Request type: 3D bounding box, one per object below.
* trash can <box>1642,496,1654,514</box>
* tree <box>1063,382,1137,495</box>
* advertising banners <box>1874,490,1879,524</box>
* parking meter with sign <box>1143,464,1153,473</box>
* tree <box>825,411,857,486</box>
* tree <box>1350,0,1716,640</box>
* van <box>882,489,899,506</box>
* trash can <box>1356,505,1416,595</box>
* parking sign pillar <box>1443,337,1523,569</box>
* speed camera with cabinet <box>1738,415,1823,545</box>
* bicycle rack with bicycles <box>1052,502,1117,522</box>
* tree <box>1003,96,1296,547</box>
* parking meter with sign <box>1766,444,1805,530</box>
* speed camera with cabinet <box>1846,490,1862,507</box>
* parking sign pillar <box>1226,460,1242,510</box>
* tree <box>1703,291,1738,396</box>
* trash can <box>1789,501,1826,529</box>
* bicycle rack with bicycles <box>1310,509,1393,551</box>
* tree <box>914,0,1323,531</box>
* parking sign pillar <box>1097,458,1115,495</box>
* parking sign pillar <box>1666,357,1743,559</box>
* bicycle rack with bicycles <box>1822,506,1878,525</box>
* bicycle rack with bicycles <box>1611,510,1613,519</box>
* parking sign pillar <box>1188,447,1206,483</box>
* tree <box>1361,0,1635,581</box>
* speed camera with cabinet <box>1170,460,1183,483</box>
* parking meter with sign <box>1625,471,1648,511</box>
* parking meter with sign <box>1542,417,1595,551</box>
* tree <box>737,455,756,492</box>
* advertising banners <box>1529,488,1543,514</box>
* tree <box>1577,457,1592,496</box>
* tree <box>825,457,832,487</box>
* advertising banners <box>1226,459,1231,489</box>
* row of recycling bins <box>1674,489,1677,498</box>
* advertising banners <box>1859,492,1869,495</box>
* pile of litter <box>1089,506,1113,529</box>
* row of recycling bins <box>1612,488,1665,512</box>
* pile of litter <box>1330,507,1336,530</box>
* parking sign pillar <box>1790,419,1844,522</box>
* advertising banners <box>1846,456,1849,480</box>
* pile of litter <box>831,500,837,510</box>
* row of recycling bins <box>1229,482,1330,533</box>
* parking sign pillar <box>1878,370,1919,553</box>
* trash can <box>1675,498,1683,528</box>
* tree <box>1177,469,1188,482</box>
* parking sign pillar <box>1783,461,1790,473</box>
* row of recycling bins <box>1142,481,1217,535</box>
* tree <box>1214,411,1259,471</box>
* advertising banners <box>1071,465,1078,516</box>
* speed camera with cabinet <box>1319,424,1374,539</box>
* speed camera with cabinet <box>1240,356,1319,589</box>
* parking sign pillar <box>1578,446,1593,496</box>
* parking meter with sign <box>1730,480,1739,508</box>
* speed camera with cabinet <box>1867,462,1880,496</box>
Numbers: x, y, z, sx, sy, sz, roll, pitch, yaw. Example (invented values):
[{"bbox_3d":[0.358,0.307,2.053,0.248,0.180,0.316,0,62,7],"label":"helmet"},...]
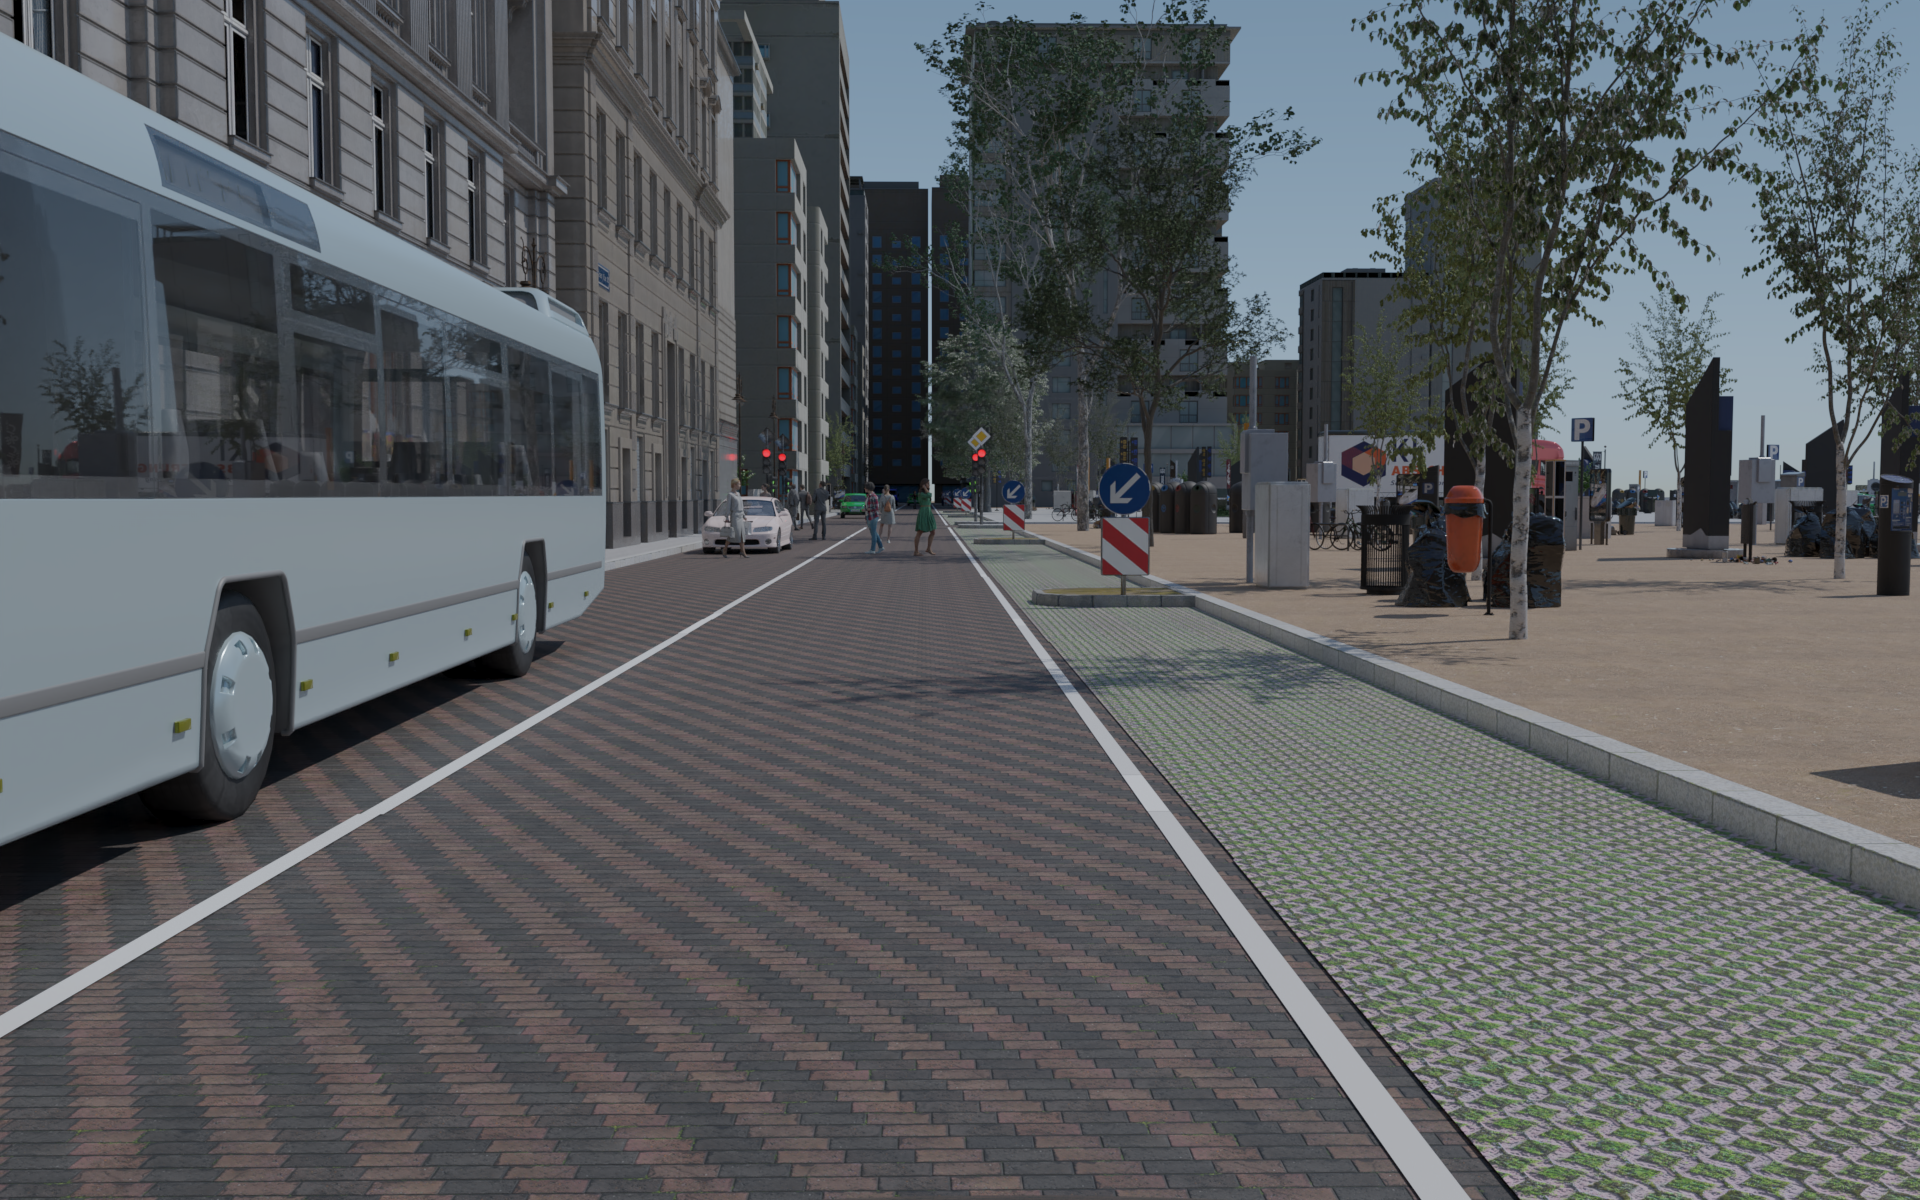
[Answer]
[{"bbox_3d":[45.247,-6.253,113.886,0.748,1.137,0.748,0,3,0],"label":"trash can"},{"bbox_3d":[9.164,-9.835,111.160,4.360,8.622,3.978,0,3,0],"label":"tree"},{"bbox_3d":[32.538,-3.964,61.003,0.090,3.025,2.074,1,4,13],"label":"advertising banners"},{"bbox_3d":[10.797,-6.341,99.934,0.543,3.016,1.738,0,4,2],"label":"parking meter with sign"},{"bbox_3d":[-10.926,-12.392,152.969,4.737,8.622,4.395,0,3,0],"label":"tree"},{"bbox_3d":[5.167,-3.963,15.162,4.360,8.622,3.978,0,3,0],"label":"tree"},{"bbox_3d":[-8.279,-12.255,204.755,2.240,2.365,5.245,0,4,-1],"label":"van"},{"bbox_3d":[5.446,-0.644,22.189,0.748,1.137,0.748,0,3,0],"label":"trash can"},{"bbox_3d":[9.140,-2.553,30.218,1.447,3.967,1.447,3,5,40],"label":"parking sign pillar"},{"bbox_3d":[20.762,-3.026,43.806,2.038,3.252,0.660,-1,4,-11],"label":"speed camera with cabinet"},{"bbox_3d":[6.140,-4.182,81.761,2.925,0.926,2.852,2,4,33],"label":"bicycle rack with bicycles"},{"bbox_3d":[4.307,-6.564,41.732,7.601,10.594,8.767,-3,4,-36],"label":"tree"},{"bbox_3d":[28.925,-3.911,60.208,0.543,3.016,1.738,-2,4,-25],"label":"parking meter with sign"},{"bbox_3d":[37.028,-4.852,73.659,2.038,3.252,0.660,0,4,1],"label":"speed camera with cabinet"},{"bbox_3d":[20.047,-8.396,125.743,1.447,3.967,1.447,1,4,22],"label":"parking sign pillar"},{"bbox_3d":[24.847,-6.696,59.847,4.737,8.622,4.395,0,3,0],"label":"tree"},{"bbox_3d":[18.367,-1.586,37.584,0.748,1.137,0.748,0,3,0],"label":"trash can"},{"bbox_3d":[9.018,-1.618,39.841,2.852,0.926,2.925,-2,4,-28],"label":"bicycle rack with bicycles"},{"bbox_3d":[5.170,-12.387,58.416,12.611,20.169,13.585,0,3,0],"label":"tree"},{"bbox_3d":[10.701,-8.476,127.056,1.447,3.967,1.447,0,4,-7],"label":"parking sign pillar"},{"bbox_3d":[15.013,-2.833,34.785,1.447,3.967,1.447,0,4,1],"label":"parking sign pillar"},{"bbox_3d":[26.953,-2.386,52.392,2.925,0.926,2.852,-1,4,-13],"label":"bicycle rack with bicycles"},{"bbox_3d":[30.111,-4.280,83.364,2.852,0.926,2.925,-3,5,-40],"label":"bicycle rack with bicycles"},{"bbox_3d":[13.497,-6.781,99.335,1.447,3.967,1.447,-1,4,-16],"label":"parking sign pillar"},{"bbox_3d":[7.811,-4.605,25.652,4.737,8.622,4.395,0,3,0],"label":"tree"},{"bbox_3d":[13.433,-6.579,101.906,2.038,3.252,0.660,1,4,17],"label":"speed camera with cabinet"},{"bbox_3d":[50.904,-8.224,130.729,0.543,3.016,1.738,-3,5,-41],"label":"parking meter with sign"},{"bbox_3d":[13.569,-2.619,39.082,1.738,3.016,0.543,-3,4,-39],"label":"parking meter with sign"},{"bbox_3d":[-9.785,-4.831,73.588,1.663,3.219,1.824,0,3,0],"label":"tree"},{"bbox_3d":[36.909,-7.142,112.962,2.074,3.025,0.090,0,4,-7],"label":"advertising banners"},{"bbox_3d":[32.395,-5.884,90.798,1.663,3.219,1.824,0,3,0],"label":"tree"},{"bbox_3d":[-10.645,-8.430,121.550,4.285,4.588,4.351,0,3,0],"label":"tree"},{"bbox_3d":[13.576,-5.462,85.498,0.090,3.025,2.074,-1,4,-16],"label":"advertising banners"},{"bbox_3d":[64.624,-8.918,152.927,3.534,1.692,1.069,1,4,13],"label":"row of recycling bins"},{"bbox_3d":[49.778,-5.971,93.812,2.074,3.025,0.090,1,4,18],"label":"advertising banners"},{"bbox_3d":[5.462,-3.095,64.563,1.719,0.858,1.176,1,4,22],"label":"pile of litter"},{"bbox_3d":[48.354,-7.121,123.547,3.534,1.692,1.069,1,4,11],"label":"row of recycling bins"},{"bbox_3d":[13.143,-2.838,60.367,1.719,0.858,1.176,2,4,28],"label":"pile of litter"},{"bbox_3d":[31.164,-4.535,62.620,1.447,3.967,1.447,0,4,2],"label":"parking sign pillar"},{"bbox_3d":[41.031,-5.224,81.606,0.090,3.025,2.074,-1,4,-16],"label":"advertising banners"},{"bbox_3d":[-10.685,-7.952,143.984,1.176,0.858,1.719,2,4,32],"label":"pile of litter"},{"bbox_3d":[10.648,-3.079,57.448,3.534,1.692,1.069,-1,4,-16],"label":"row of recycling bins"},{"bbox_3d":[20.872,-3.058,38.464,1.447,3.967,1.447,1,4,11],"label":"parking sign pillar"},{"bbox_3d":[27.783,-3.350,66.430,0.748,1.137,0.748,0,3,0],"label":"trash can"},{"bbox_3d":[17.590,-8.595,135.129,1.663,3.219,1.824,0,3,0],"label":"tree"},{"bbox_3d":[67.573,-9.322,140.893,1.447,3.967,1.447,3,4,39],"label":"parking sign pillar"},{"bbox_3d":[7.133,-3.011,56.347,1.069,1.692,3.534,-2,4,-29],"label":"row of recycling bins"},{"bbox_3d":[24.659,-12.377,152.725,4.737,8.622,4.395,0,3,0],"label":"tree"},{"bbox_3d":[6.762,-6.408,100.966,0.090,3.025,2.074,1,4,12],"label":"advertising banners"},{"bbox_3d":[10.888,-3.379,49.581,2.038,3.252,0.660,-2,4,-27],"label":"speed camera with cabinet"},{"bbox_3d":[4.404,-1.828,24.217,0.660,3.252,2.038,0,4,-1],"label":"speed camera with cabinet"},{"bbox_3d":[34.919,-6.607,96.489,1.447,3.967,1.447,0,4,-6],"label":"parking sign pillar"},{"bbox_3d":[42.200,-6.021,94.704,1.738,3.016,0.543,2,4,33],"label":"parking meter with sign"},{"bbox_3d":[54.935,-6.797,105.471,2.038,3.252,0.660,1,4,13],"label":"speed camera with cabinet"}]
